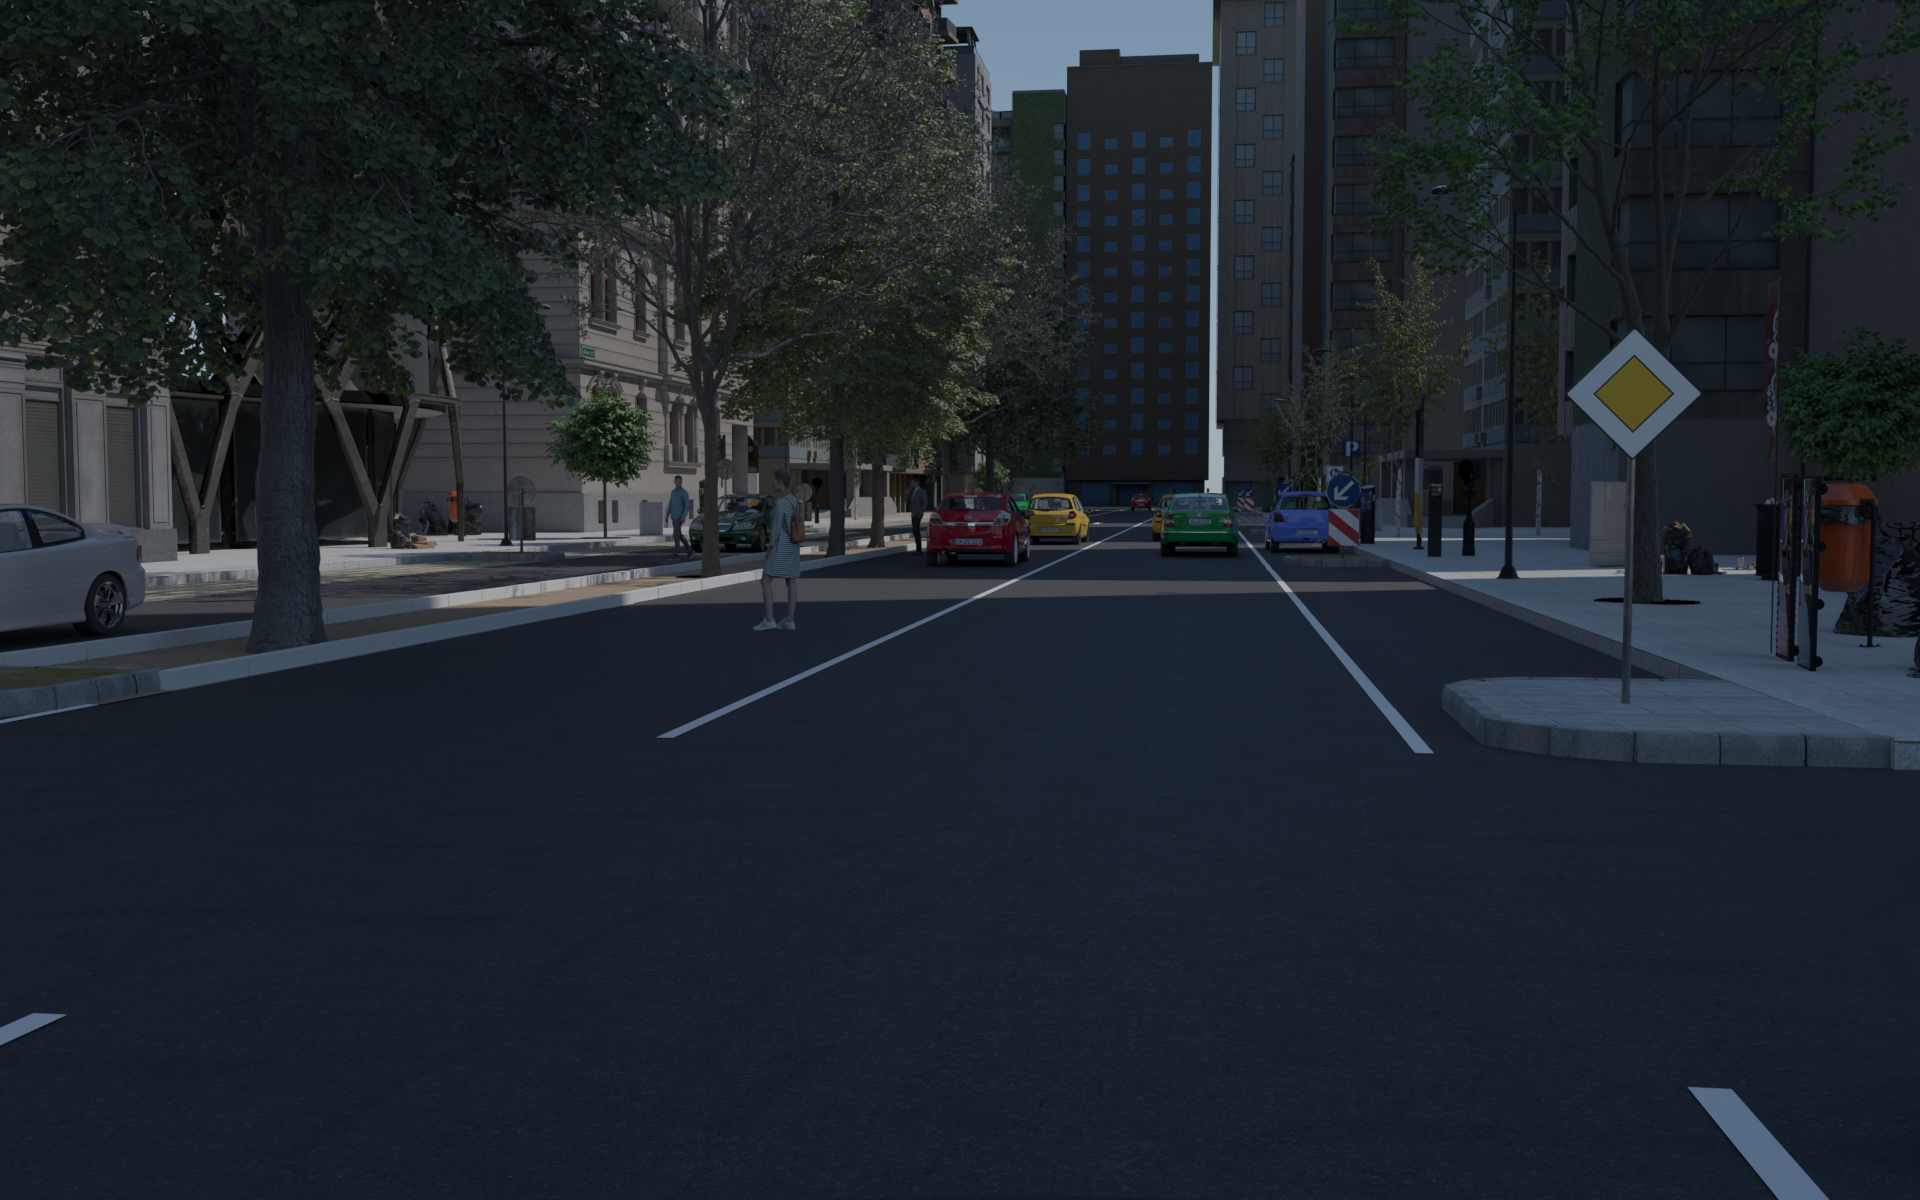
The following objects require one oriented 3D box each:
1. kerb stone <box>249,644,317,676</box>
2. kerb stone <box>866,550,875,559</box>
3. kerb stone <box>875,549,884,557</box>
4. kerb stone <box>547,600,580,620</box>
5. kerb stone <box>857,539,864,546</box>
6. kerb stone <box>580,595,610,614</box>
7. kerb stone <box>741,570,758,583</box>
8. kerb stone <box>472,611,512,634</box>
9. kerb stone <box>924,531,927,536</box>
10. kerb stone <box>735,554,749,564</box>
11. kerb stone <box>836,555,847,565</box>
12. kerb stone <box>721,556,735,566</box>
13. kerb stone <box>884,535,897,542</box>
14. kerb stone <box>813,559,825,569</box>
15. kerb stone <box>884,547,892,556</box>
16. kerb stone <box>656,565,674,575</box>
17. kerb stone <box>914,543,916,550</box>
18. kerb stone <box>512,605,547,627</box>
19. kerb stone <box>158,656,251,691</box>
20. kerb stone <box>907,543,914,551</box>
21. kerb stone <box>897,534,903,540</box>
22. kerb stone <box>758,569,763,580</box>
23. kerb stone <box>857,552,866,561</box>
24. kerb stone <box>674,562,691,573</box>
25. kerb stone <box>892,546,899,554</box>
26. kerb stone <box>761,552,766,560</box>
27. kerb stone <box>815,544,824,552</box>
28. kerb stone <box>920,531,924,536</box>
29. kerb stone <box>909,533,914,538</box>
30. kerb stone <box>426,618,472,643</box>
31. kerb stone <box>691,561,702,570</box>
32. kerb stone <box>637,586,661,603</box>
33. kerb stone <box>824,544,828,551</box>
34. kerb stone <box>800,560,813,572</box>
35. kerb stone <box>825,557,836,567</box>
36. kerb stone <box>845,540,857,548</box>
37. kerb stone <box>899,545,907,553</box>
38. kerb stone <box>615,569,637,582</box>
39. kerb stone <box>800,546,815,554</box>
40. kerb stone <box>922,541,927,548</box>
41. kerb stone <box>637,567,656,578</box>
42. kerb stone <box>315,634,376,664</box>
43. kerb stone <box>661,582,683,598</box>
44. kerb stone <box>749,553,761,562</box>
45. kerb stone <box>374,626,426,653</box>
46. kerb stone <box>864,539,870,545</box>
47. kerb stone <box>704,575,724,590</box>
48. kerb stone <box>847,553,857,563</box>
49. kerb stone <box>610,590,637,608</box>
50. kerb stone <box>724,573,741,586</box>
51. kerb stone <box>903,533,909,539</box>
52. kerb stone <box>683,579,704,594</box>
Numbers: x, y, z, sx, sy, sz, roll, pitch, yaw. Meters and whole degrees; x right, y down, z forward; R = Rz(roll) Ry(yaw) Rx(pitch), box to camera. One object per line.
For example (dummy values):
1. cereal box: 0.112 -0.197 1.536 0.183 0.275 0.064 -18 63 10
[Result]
1. kerb stone: -5.558 0.498 14.083 0.120 0.150 1.000 0 4 8
2. kerb stone: -2.087 -0.992 38.414 0.120 0.150 1.000 0 4 8
3. kerb stone: -1.945 -1.052 39.428 0.120 0.150 1.000 0 4 8
4. kerb stone: -4.686 0.124 20.162 0.120 0.150 1.000 0 4 8
5. kerb stone: -2.867 -1.570 47.863 0.120 0.150 1.000 0 4 8
6. kerb stone: -4.546 0.062 21.179 0.120 0.150 1.000 0 4 8
7. kerb stone: -3.534 -0.367 28.278 0.120 0.150 1.000 0 4 8
8. kerb stone: -4.974 0.248 18.135 0.120 0.150 1.000 0 4 8
9. kerb stone: -1.269 -2.253 59.025 0.120 0.150 1.000 0 4 8
10. kerb stone: -4.594 -0.825 35.692 0.120 0.150 1.000 0 4 8
11. kerb stone: -2.525 -0.806 35.372 0.120 0.150 1.000 0 4 8
12. kerb stone: -4.743 -0.759 34.680 0.120 0.150 1.000 0 4 8
13. kerb stone: -2.150 -1.881 52.949 0.120 0.150 1.000 0 4 8
14. kerb stone: -2.810 -0.682 33.345 0.120 0.150 1.000 0 4 8
15. kerb stone: -1.790 -1.113 40.445 0.120 0.150 1.000 0 4 8
16. kerb stone: -5.316 -0.514 30.630 0.120 0.150 1.000 0 4 8
17. kerb stone: -1.226 -1.364 44.495 0.120 0.150 1.000 0 4 8
18. kerb stone: -4.836 0.189 19.148 0.120 0.150 1.000 0 4 8
19. kerb stone: -5.702 0.559 13.069 0.120 0.150 1.000 0 4 8
20. kerb stone: -1.368 -1.302 43.483 0.120 0.150 1.000 0 4 8
21. kerb stone: -1.990 -1.943 53.959 0.120 0.150 1.000 0 4 8
22. kerb stone: -3.388 -0.434 29.290 0.120 0.150 1.000 0 4 8
23. kerb stone: -2.230 -0.930 37.398 0.120 0.150 1.000 0 4 8
24. kerb stone: -5.175 -0.572 31.643 0.120 0.150 1.000 0 4 8
25. kerb stone: -1.657 -1.175 41.459 0.120 0.150 1.000 0 4 8
26. kerb stone: -4.309 -0.949 37.717 0.120 0.150 1.000 0 4 8
27. kerb stone: -3.589 -1.258 42.795 0.120 0.150 1.000 0 4 8
28. kerb stone: -1.422 -2.186 58.015 0.120 0.150 1.000 0 4 8
29. kerb stone: -1.705 -2.063 55.986 0.120 0.150 1.000 0 4 8
30. kerb stone: -5.121 0.310 17.123 0.120 0.150 1.000 0 4 8
31. kerb stone: -5.033 -0.636 32.655 0.120 0.150 1.000 0 4 8
32. kerb stone: -4.261 -0.062 23.205 0.120 0.150 1.000 0 4 8
33. kerb stone: -3.446 -1.322 43.807 0.120 0.150 1.000 0 4 8
34. kerb stone: -2.957 -0.620 32.331 0.120 0.150 1.000 0 4 8
35. kerb stone: -2.672 -0.741 34.359 0.120 0.150 1.000 0 4 8
36. kerb stone: -3.011 -1.508 46.849 0.120 0.150 1.000 0 4 8
37. kerb stone: -1.516 -1.240 42.471 0.120 0.150 1.000 0 4 8
38. kerb stone: -5.602 -0.391 28.591 0.120 0.150 1.000 0 4 8
39. kerb stone: -3.732 -1.195 41.777 0.120 0.150 1.000 0 4 8
40. kerb stone: -1.085 -1.426 45.508 0.120 0.150 1.000 0 4 8
41. kerb stone: -5.465 -0.453 29.609 0.120 0.150 1.000 0 4 8
42. kerb stone: -5.409 0.434 15.094 0.120 0.150 1.000 0 4 8
43. kerb stone: -4.111 -0.124 24.217 0.120 0.150 1.000 0 4 8
44. kerb stone: -4.456 -0.887 36.705 0.120 0.150 1.000 0 4 8
45. kerb stone: -5.270 0.372 16.107 0.120 0.150 1.000 0 4 8
46. kerb stone: -2.723 -1.629 48.875 0.120 0.150 1.000 0 4 8
47. kerb stone: -3.818 -0.248 26.253 0.120 0.150 1.000 0 4 8
48. kerb stone: -2.383 -0.868 36.387 0.120 0.150 1.000 0 4 8
49. kerb stone: -4.399 0.000 22.192 0.120 0.150 1.000 0 4 8
50. kerb stone: -3.678 -0.310 27.266 0.120 0.150 1.000 0 4 8
51. kerb stone: -1.854 -2.003 54.974 0.120 0.150 1.000 0 4 8
52. kerb stone: -3.972 -0.186 25.240 0.120 0.150 1.000 0 4 8
